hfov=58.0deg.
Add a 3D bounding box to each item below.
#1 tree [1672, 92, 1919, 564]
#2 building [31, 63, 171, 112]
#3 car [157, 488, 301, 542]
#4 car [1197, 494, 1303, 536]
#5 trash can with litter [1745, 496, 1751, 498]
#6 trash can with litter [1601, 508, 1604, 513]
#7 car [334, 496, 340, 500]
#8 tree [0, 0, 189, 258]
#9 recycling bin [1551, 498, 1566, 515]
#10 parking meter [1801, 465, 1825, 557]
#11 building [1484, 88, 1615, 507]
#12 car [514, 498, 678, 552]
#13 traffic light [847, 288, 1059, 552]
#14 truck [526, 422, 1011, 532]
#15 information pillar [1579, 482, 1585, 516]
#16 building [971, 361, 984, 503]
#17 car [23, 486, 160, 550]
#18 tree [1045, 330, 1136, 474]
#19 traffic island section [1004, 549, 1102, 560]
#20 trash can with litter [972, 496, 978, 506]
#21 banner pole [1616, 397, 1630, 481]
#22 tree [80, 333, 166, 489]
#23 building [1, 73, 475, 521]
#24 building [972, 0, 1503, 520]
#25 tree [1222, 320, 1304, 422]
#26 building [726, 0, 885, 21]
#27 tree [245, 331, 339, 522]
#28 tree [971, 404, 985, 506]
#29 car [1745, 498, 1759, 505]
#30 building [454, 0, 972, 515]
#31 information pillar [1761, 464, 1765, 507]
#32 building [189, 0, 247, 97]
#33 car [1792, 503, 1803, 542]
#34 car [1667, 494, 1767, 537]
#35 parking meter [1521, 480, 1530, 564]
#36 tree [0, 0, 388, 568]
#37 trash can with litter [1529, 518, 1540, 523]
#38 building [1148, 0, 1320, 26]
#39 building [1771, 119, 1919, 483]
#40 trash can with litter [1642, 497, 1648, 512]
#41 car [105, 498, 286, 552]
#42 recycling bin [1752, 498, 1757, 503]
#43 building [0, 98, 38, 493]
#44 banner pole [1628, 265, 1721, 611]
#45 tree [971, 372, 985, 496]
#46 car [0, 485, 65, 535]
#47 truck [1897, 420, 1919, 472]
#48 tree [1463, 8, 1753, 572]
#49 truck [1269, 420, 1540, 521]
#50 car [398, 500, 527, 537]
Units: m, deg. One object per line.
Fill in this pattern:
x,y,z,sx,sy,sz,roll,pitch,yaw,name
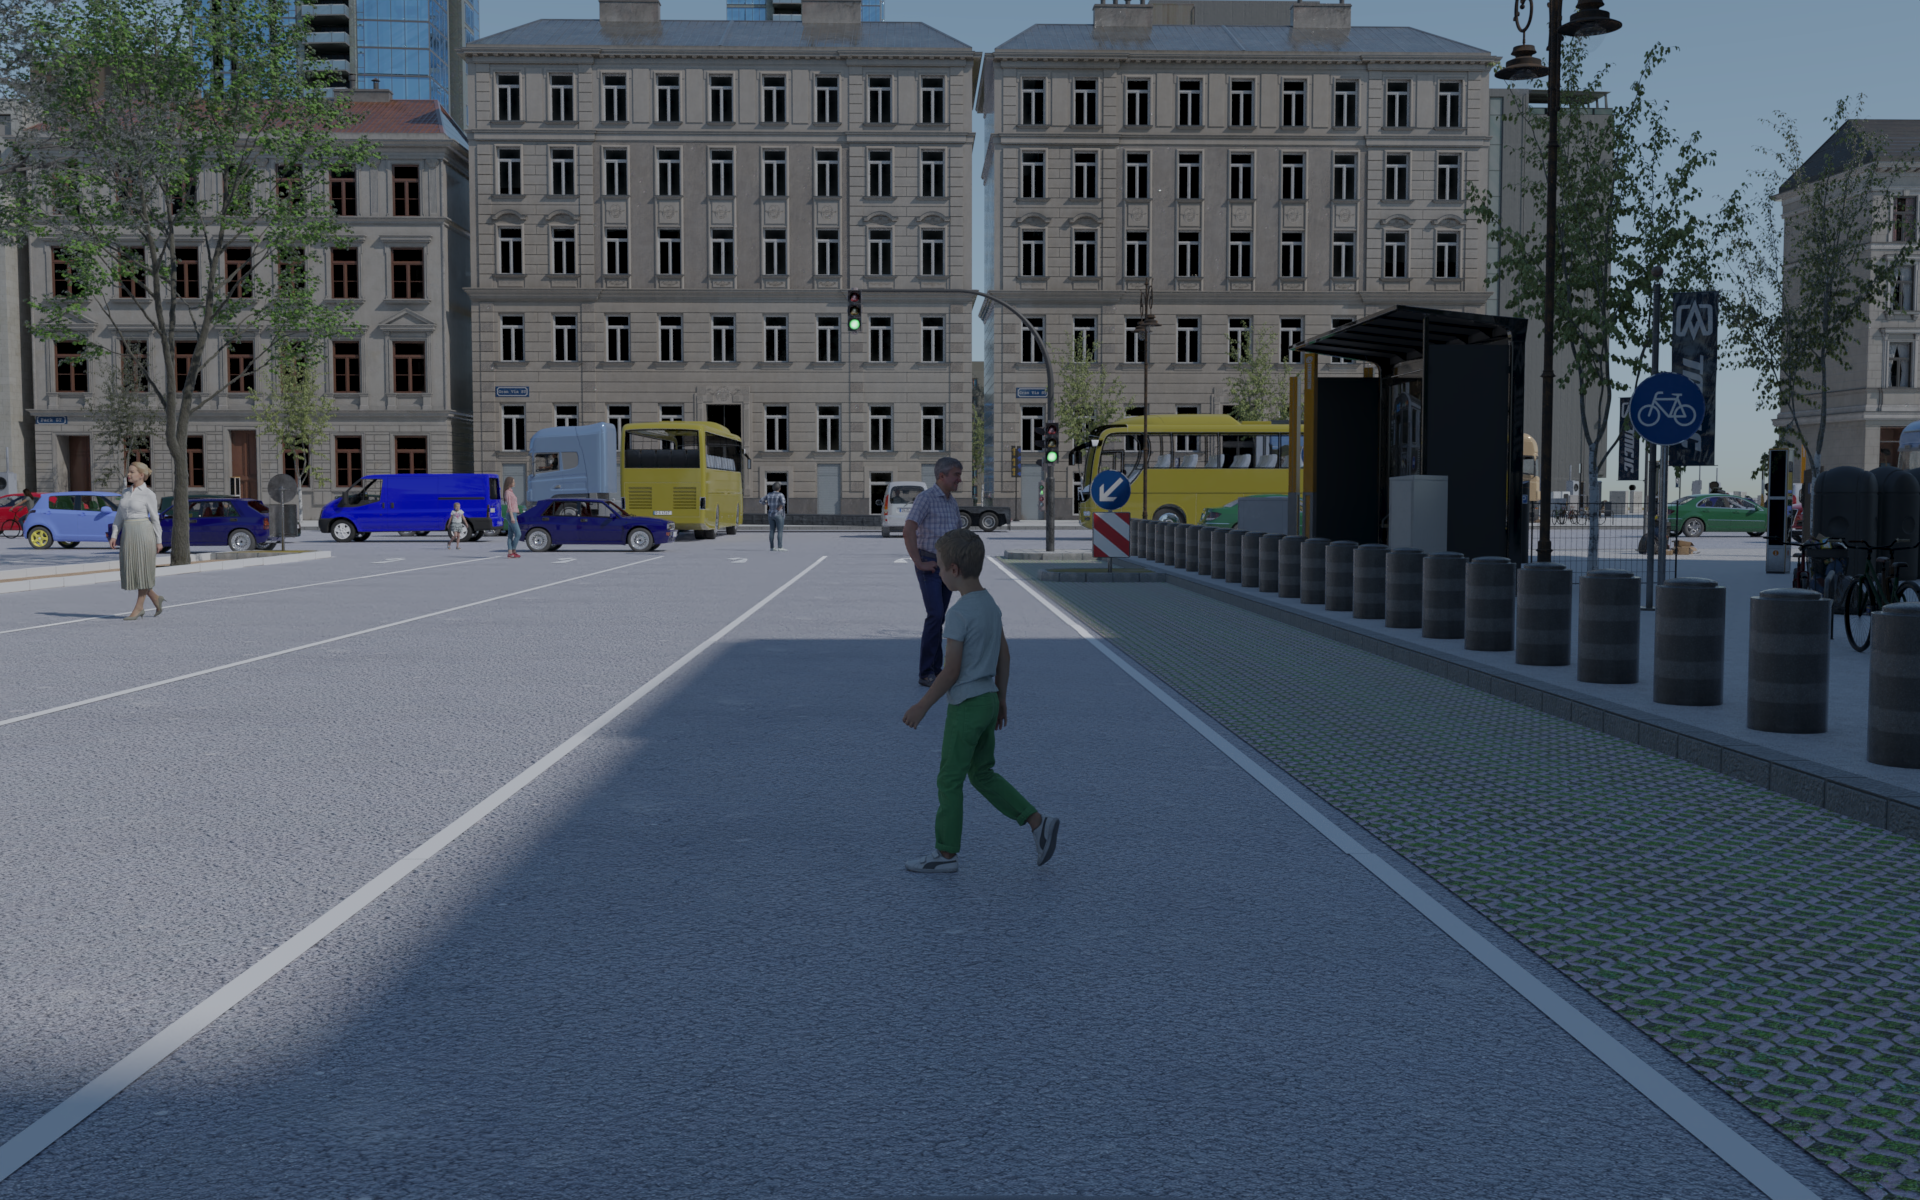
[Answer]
15.531,-4.980,31.789,4.360,8.622,3.978,0,3,0,tree
-83.511,-32.041,173.977,14.200,45.320,14.600,0,4,-2,building
-21.511,-2.498,50.622,4.222,1.686,2.009,0,4,-1,car
9.171,-2.262,48.790,4.920,1.459,2.131,0,4,-2,car
59.916,-7.331,131.256,1.055,1.170,0.624,-1,4,-22,trash can with litter
42.877,-6.428,116.477,1.055,1.170,0.624,0,4,8,trash can with litter
-22.347,-3.491,66.871,4.222,1.686,2.009,0,4,-2,car
-14.775,-6.531,19.606,12.009,13.543,11.850,0,3,0,tree
36.275,-5.655,105.012,0.722,1.027,0.722,0,4,-4,recycling bin
17.405,-1.815,35.388,0.399,1.863,0.255,1,4,20,parking meter
57.390,-30.253,178.232,14.086,41.232,14.154,0,4,-2,building
-9.072,-1.880,43.315,3.894,1.354,1.945,0,4,-2,car
-0.100,-3.899,38.415,4.771,5.953,1.251,0,4,-2,traffic light
-7.491,-4.642,65.652,18.799,4.110,2.967,0,4,-1,truck
37.208,-6.064,103.634,0.304,2.012,0.304,2,4,27,information pillar
8.763,-25.222,257.420,28.899,21.520,27.650,0,4,-2,building
-22.444,-2.190,45.401,3.694,1.707,1.945,0,4,-1,car
5.586,-7.773,77.454,4.737,8.622,4.395,0,3,0,tree
2.029,-1.006,38.732,2.009,0.180,2.903,0,4,-2,traffic island section
1.269,-7.377,131.994,1.055,1.170,0.624,3,4,38,trash can with litter
15.298,-3.008,39.192,0.863,3.779,0.401,3,4,39,banner pole
-38.567,-7.929,79.997,4.360,8.622,3.978,0,3,0,tree
-34.736,-15.403,87.998,21.152,22.565,11.583,0,4,-2,building
13.556,-17.906,90.023,25.104,27.353,12.463,0,4,-2,building
12.883,-7.519,73.290,4.737,8.622,4.395,0,3,0,tree
-21.488,-57.471,252.325,31.000,86.520,22.319,0,4,-2,building
-29.846,-7.804,77.958,4.737,8.622,4.395,0,3,0,tree
1.714,-11.301,135.135,4.737,8.622,4.395,0,3,0,tree
29.635,-3.275,66.118,3.894,1.354,1.945,0,4,-1,car
-11.635,-17.850,89.110,25.104,27.353,12.463,0,4,-2,building
46.664,-6.684,100.630,0.183,3.616,0.504,3,4,36,information pillar
-60.592,-52.382,169.114,31.000,86.520,22.319,0,4,-2,building
26.730,-2.564,50.591,5.304,1.827,2.281,0,4,-2,car
25.577,-2.826,57.998,4.920,1.459,2.131,0,3,0,car
10.357,-1.449,32.109,0.372,1.533,0.369,0,3,0,parking meter
-14.939,-6.407,32.968,9.928,11.665,9.643,0,3,0,tree
25.309,-4.008,76.912,1.055,1.170,0.624,-2,4,-33,trash can with litter
22.084,-28.394,147.837,14.154,41.232,14.086,0,4,-2,building
46.494,-14.668,90.739,40.483,20.767,10.553,0,4,-2,building
48.494,-6.823,122.620,2.233,1.210,1.678,-2,4,-35,trash can with litter
-18.479,-1.800,42.005,3.894,1.354,1.945,0,4,-3,car
55.841,-6.673,121.652,0.722,1.027,0.722,0,4,5,recycling bin
-53.720,-14.208,87.054,16.860,20.320,10.420,0,4,-2,building
7.847,-1.771,18.981,0.863,3.779,0.401,2,4,26,banner pole
1.187,-16.033,172.502,12.009,13.543,11.850,0,3,0,tree
-31.818,-3.030,58.577,4.494,1.783,2.155,0,4,0,car
39.714,-4.103,56.845,18.799,4.110,2.967,0,4,-3,truck
9.780,-4.654,26.457,4.737,8.622,4.395,0,3,0,tree
17.254,-4.781,67.084,11.283,4.237,2.839,0,4,-3,truck
-17.119,-2.880,58.891,4.920,1.459,2.131,0,4,0,car
